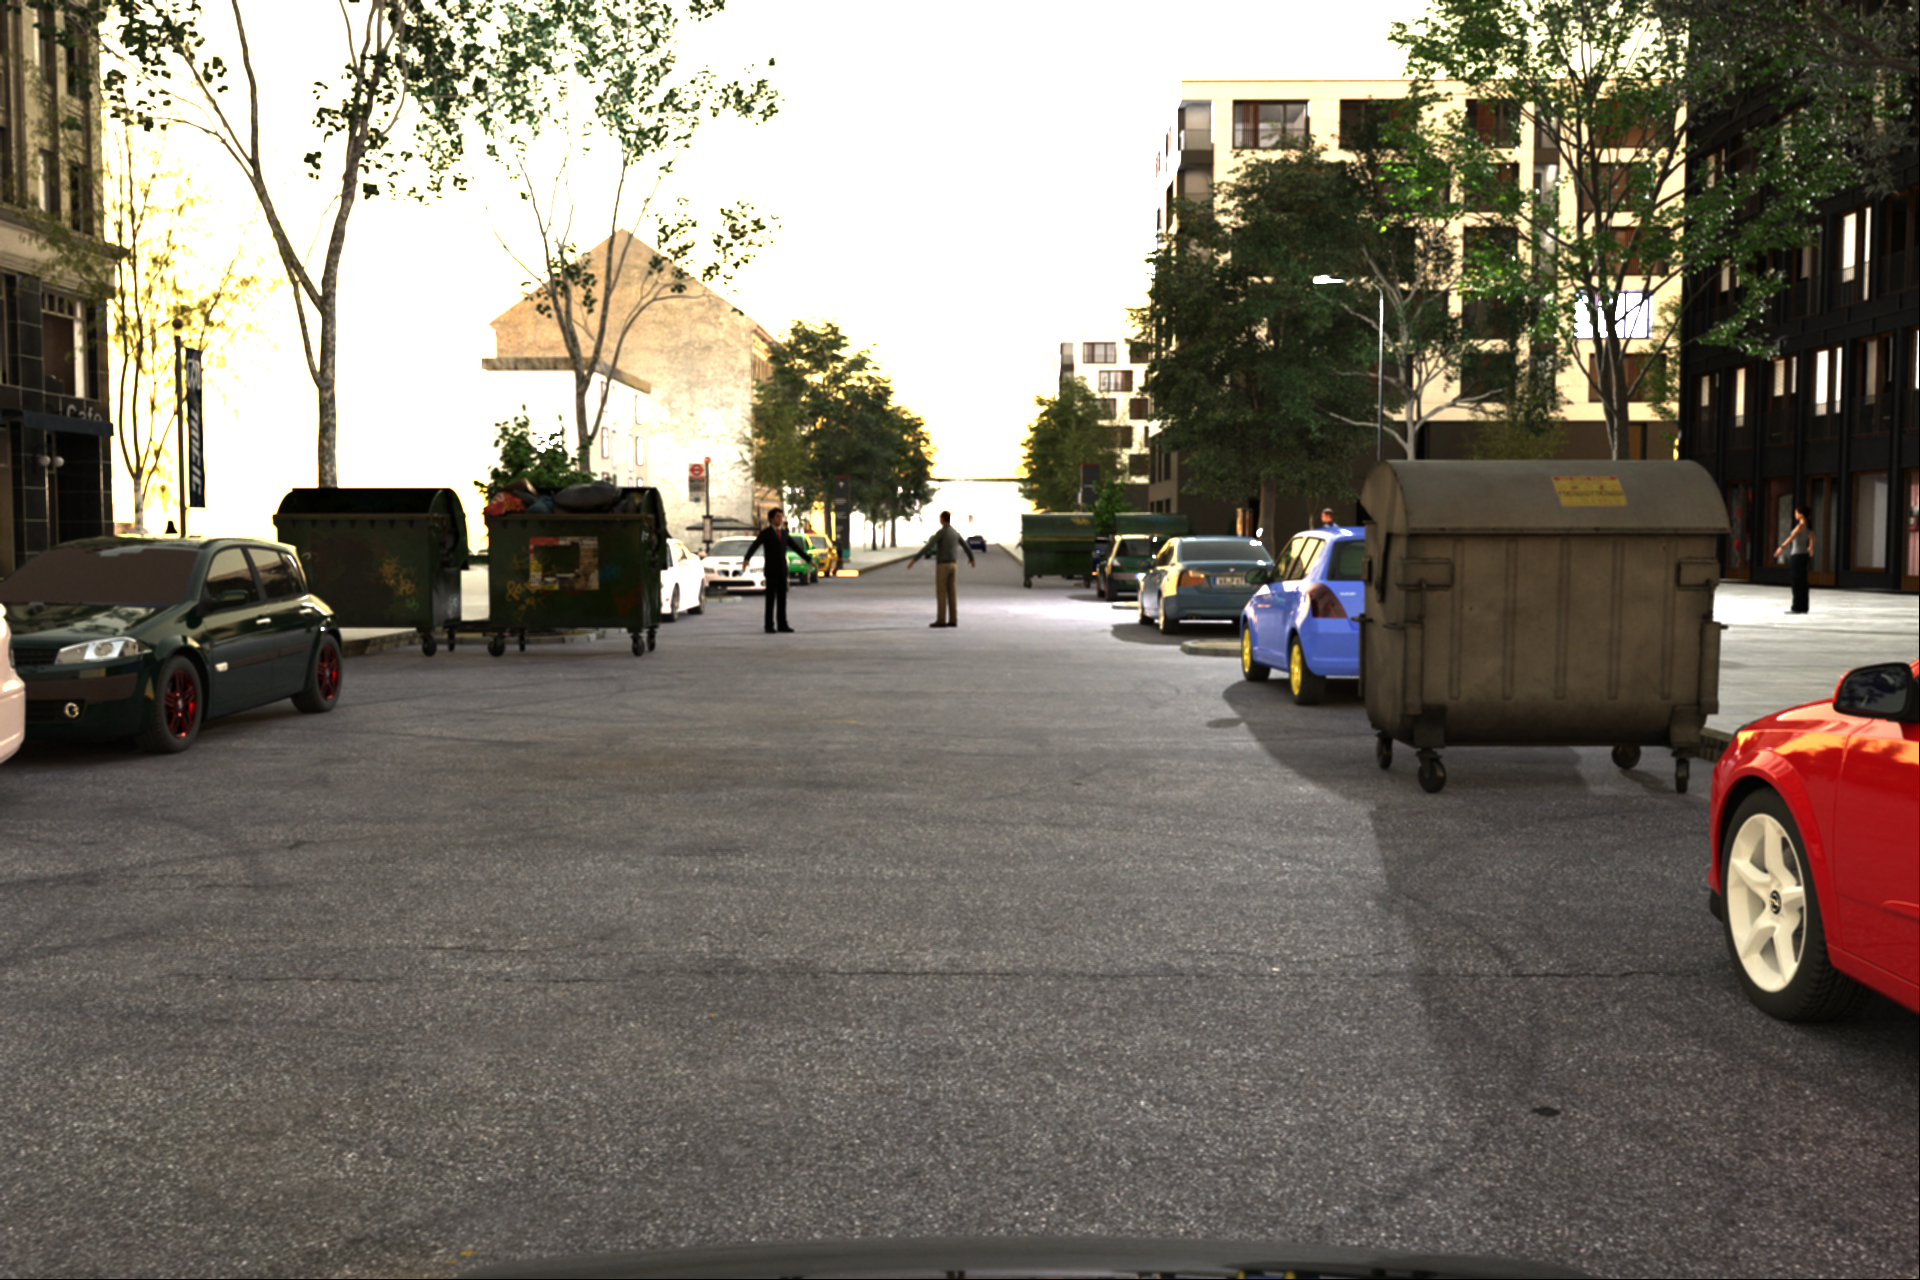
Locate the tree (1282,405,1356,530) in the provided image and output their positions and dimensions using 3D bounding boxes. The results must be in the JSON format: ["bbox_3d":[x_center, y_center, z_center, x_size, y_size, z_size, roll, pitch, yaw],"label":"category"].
[{"bbox_3d":[14.594,-7.390,71.190,4.360,8.622,3.978,0,3,0],"label":"tree"}]

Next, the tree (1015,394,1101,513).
[{"bbox_3d":[8.319,-13.624,140.879,7.486,12.596,7.792,0,3,0],"label":"tree"}]

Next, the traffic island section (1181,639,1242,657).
[{"bbox_3d":[3.736,0.103,21.180,1.991,0.108,1.994,0,4,1],"label":"traffic island section"}]

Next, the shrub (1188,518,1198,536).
[{"bbox_3d":[8.120,-3.652,63.758,1.661,2.075,1.752,0,3,0],"label":"shrub"}]

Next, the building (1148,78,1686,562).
[{"bbox_3d":[24.049,-15.317,94.412,27.936,21.610,32.646,0,4,1],"label":"building"}]

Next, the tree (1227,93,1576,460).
[{"bbox_3d":[9.563,-6.276,37.025,7.601,10.594,8.767,2,4,27],"label":"tree"}]

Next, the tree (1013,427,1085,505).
[{"bbox_3d":[8.529,-13.979,154.307,9.928,11.665,9.643,0,3,0],"label":"tree"}]

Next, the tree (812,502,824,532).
[{"bbox_3d":[-19.546,-18.615,254.711,4.360,8.622,3.978,0,3,0],"label":"tree"}]

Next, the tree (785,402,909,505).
[{"bbox_3d":[-7.751,-11.049,115.071,8.767,10.594,7.601,0,4,-6],"label":"tree"}]

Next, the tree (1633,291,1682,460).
[{"bbox_3d":[29.540,-8.593,66.255,9.928,11.665,9.643,0,3,0],"label":"tree"}]

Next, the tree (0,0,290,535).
[{"bbox_3d":[-11.549,-4.481,23.628,4.360,8.622,3.978,0,3,0],"label":"tree"}]

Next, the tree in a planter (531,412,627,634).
[{"bbox_3d":[-5.910,-1.727,25.465,1.991,3.239,1.994,0,4,1],"label":"tree in a planter"}]

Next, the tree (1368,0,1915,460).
[{"bbox_3d":[9.724,-6.108,25.625,9.928,11.665,9.643,0,3,0],"label":"tree"}]

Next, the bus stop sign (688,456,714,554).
[{"bbox_3d":[-8.877,-4.326,59.427,0.855,3.939,0.416,0,4,2],"label":"bus stop sign"}]

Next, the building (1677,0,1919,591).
[{"bbox_3d":[25.766,-12.870,39.086,12.332,23.479,15.834,0,4,1],"label":"building"}]

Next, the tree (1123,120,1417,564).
[{"bbox_3d":[9.875,-9.095,55.358,9.857,13.997,8.962,0,3,0],"label":"tree"}]

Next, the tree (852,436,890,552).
[{"bbox_3d":[-6.836,-10.614,123.902,4.737,8.622,4.395,0,3,0],"label":"tree"}]

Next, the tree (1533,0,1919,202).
[{"bbox_3d":[9.600,-6.310,13.536,12.009,13.543,11.850,0,3,0],"label":"tree"}]

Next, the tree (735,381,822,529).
[{"bbox_3d":[-8.402,-8.075,82.380,4.737,8.622,4.395,0,3,0],"label":"tree"}]

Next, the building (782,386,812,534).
[{"bbox_3d":[-24.591,-21.914,214.714,16.016,20.090,11.380,0,4,0],"label":"building"}]

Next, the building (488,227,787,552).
[{"bbox_3d":[-23.991,-18.496,133.343,19.493,23.208,18.063,0,4,1],"label":"building"}]

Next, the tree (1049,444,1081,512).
[{"bbox_3d":[8.755,-11.107,131.968,4.360,8.622,3.978,0,3,0],"label":"tree"}]

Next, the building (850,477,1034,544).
[{"bbox_3d":[-3.296,-18.973,254.806,28.070,9.664,9.099,0,4,6],"label":"building"}]

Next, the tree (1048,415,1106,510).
[{"bbox_3d":[7.462,-9.551,106.523,4.737,8.622,4.395,0,3,0],"label":"tree"}]

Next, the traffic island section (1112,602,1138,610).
[{"bbox_3d":[3.942,-0.643,33.387,1.991,0.108,1.994,0,4,2],"label":"traffic island section"}]

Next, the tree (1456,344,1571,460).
[{"bbox_3d":[21.456,-7.046,65.560,4.360,8.622,3.978,0,3,0],"label":"tree"}]

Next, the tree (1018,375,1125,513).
[{"bbox_3d":[7.935,-12.535,123.075,7.486,12.596,7.792,0,3,0],"label":"tree"}]

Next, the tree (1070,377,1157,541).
[{"bbox_3d":[6.914,-8.056,82.079,4.360,8.622,3.978,0,3,0],"label":"tree"}]

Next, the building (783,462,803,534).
[{"bbox_3d":[-21.479,-15.087,188.823,9.099,9.664,28.070,0,4,1],"label":"building"}]

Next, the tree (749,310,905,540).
[{"bbox_3d":[-7.430,-11.709,98.105,9.857,13.997,8.962,0,3,0],"label":"tree"}]

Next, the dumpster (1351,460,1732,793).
[{"bbox_3d":[3.304,-0.112,10.044,1.865,1.857,1.264,0,4,0],"label":"dumpster"}]

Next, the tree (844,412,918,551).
[{"bbox_3d":[-6.796,-12.798,135.003,9.928,11.665,9.643,0,3,0],"label":"tree"}]

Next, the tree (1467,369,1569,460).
[{"bbox_3d":[24.342,-7.608,74.750,4.737,8.622,4.395,0,3,0],"label":"tree"}]

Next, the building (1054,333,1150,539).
[{"bbox_3d":[24.261,-21.318,192.520,27.936,21.610,32.646,0,4,1],"label":"building"}]

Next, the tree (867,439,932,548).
[{"bbox_3d":[-6.841,-13.482,154.835,8.767,10.594,7.601,-1,4,-11],"label":"tree"}]

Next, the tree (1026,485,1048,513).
[{"bbox_3d":[8.452,-13.097,164.504,4.737,8.622,4.395,0,3,0],"label":"tree"}]

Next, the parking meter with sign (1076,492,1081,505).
[{"bbox_3d":[5.067,-4.548,70.622,0.543,3.016,1.738,0,4,0],"label":"parking meter with sign"}]

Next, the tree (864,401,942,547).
[{"bbox_3d":[-6.403,-15.874,166.192,9.857,13.997,8.962,0,3,0],"label":"tree"}]

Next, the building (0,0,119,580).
[{"bbox_3d":[-30.578,-15.768,37.403,16.754,29.471,25.880,0,4,1],"label":"building"}]

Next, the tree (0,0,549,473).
[{"bbox_3d":[-13.007,-10.824,32.856,12.611,20.169,13.585,0,3,0],"label":"tree"}]

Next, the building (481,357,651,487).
[{"bbox_3d":[-21.735,-9.434,96.389,9.099,9.664,28.070,0,4,1],"label":"building"}]

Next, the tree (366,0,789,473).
[{"bbox_3d":[-10.738,-11.845,49.550,12.611,20.169,13.585,0,3,0],"label":"tree"}]
